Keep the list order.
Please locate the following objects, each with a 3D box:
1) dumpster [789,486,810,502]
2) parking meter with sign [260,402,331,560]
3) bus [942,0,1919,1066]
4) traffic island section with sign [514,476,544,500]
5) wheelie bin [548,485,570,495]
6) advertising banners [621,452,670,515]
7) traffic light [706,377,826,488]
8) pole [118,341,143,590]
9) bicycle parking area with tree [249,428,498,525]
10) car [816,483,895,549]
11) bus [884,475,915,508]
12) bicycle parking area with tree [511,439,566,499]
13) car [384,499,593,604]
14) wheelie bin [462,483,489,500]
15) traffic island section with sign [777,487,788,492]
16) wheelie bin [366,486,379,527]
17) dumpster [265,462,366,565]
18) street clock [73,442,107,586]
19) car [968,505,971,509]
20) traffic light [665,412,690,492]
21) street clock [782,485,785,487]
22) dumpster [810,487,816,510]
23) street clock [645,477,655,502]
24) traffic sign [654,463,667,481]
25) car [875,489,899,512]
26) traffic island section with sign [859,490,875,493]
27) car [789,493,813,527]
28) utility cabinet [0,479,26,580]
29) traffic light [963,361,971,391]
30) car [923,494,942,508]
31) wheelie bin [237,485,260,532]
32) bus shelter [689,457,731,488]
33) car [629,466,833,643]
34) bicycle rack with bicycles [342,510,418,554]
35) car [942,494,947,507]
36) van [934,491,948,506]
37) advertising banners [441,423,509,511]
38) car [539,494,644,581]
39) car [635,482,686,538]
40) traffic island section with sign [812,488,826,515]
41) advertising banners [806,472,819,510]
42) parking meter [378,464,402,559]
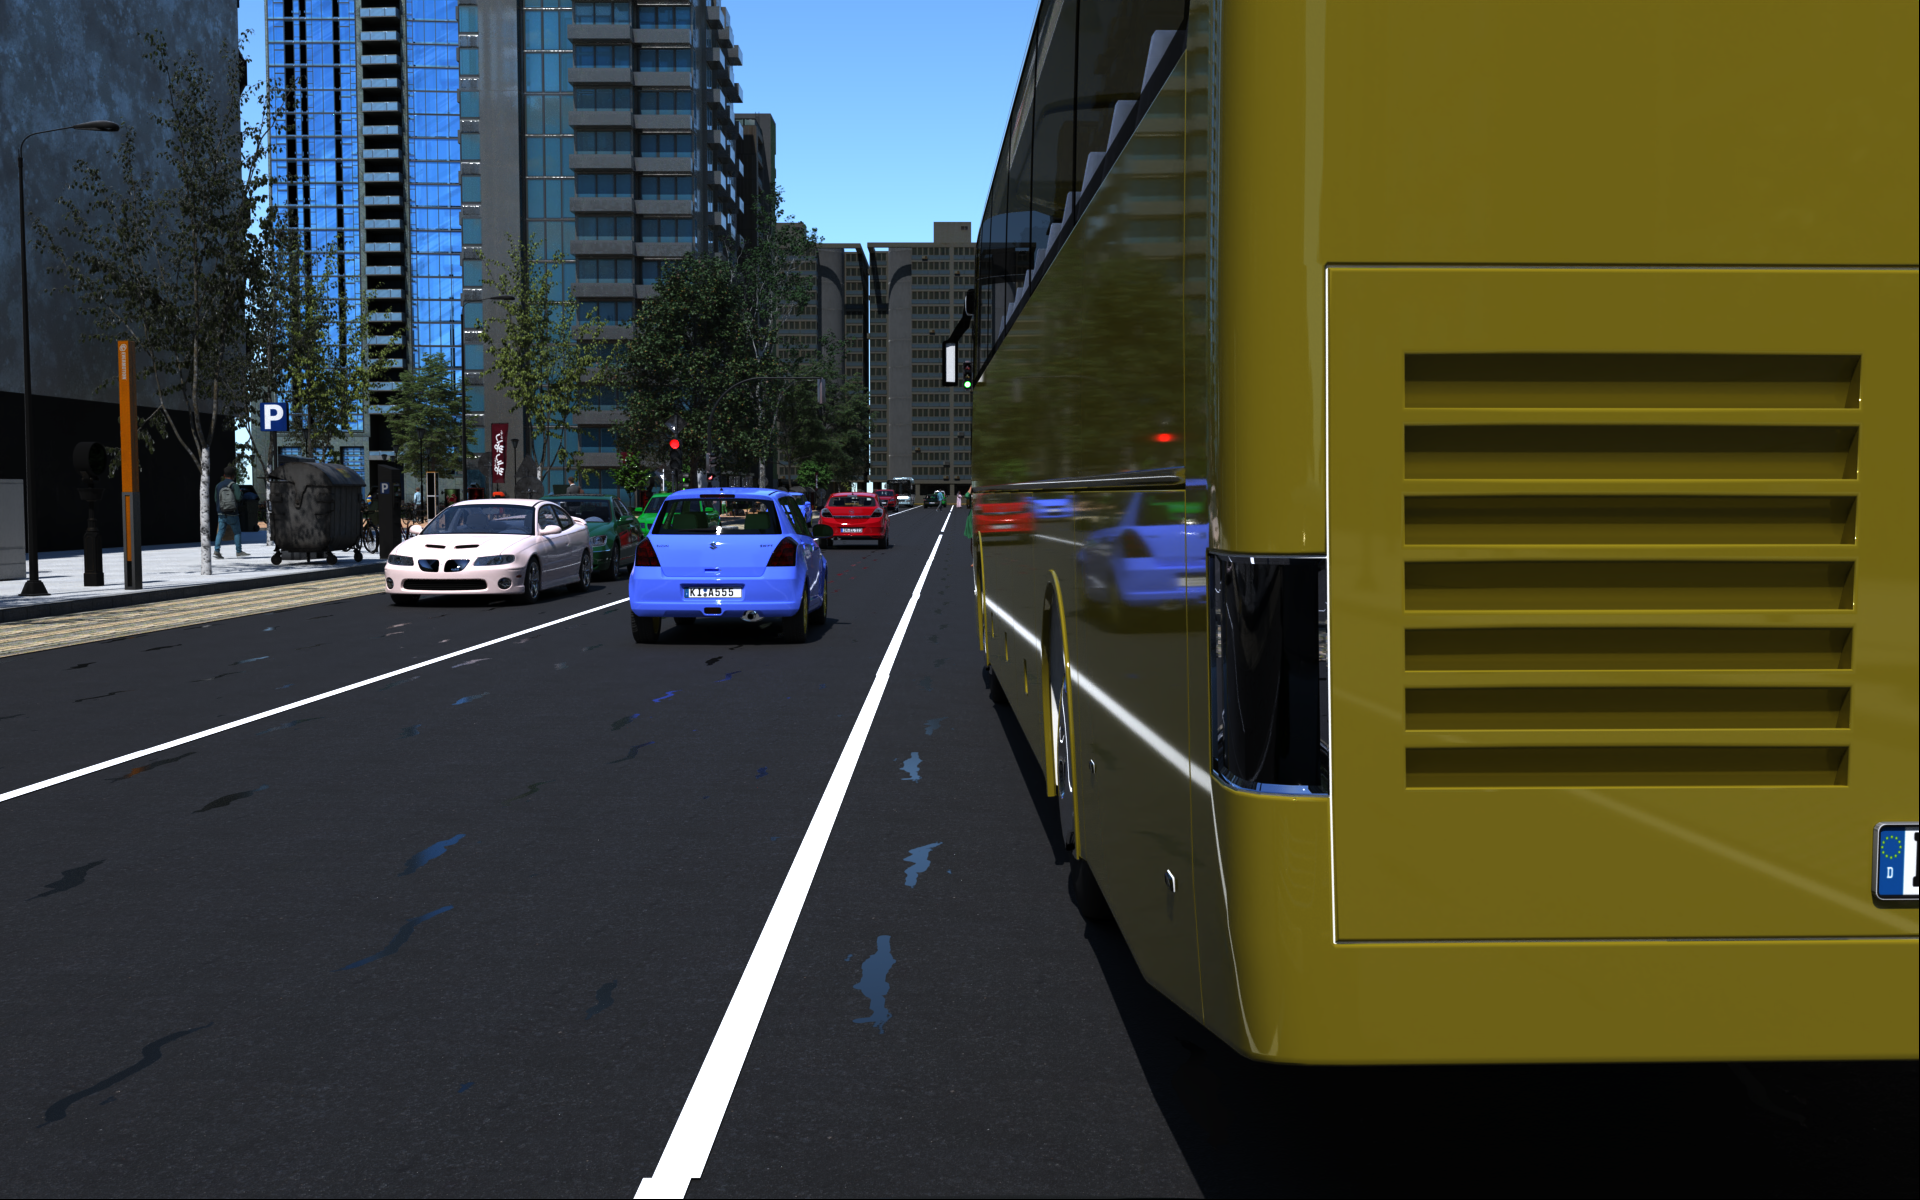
[{"bbox_3d":[-11.852,-7.363,126.136,1.264,1.857,1.865,0,4,0],"label":"dumpster"},{"bbox_3d":[-12.931,-2.300,33.864,0.543,3.016,1.738,1,4,8],"label":"parking meter with sign"},{"bbox_3d":[1.479,-1.048,8.682,2.896,3.916,12.252,0,4,-2],"label":"bus"},{"bbox_3d":[-9.389,-1.763,37.458,1.989,1.847,2.006,0,3,0],"label":"traffic island section with sign"},{"bbox_3d":[-13.266,-3.045,57.694,0.980,1.594,0.693,-2,4,-26],"label":"wheelie bin"},{"bbox_3d":[-12.951,-4.609,71.546,2.074,3.025,0.090,0,4,-7],"label":"advertising banners"},{"bbox_3d":[-7.613,-5.667,67.325,4.771,5.953,1.251,0,3,0],"label":"traffic light"},{"bbox_3d":[-11.101,-1.793,23.166,0.158,3.312,0.155,0,3,0],"label":"pole"},{"bbox_3d":[-26.091,-5.416,75.558,8.231,4.147,9.016,1,4,19],"label":"bicycle parking area with tree"},{"bbox_3d":[-2.823,-2.294,46.544,2.155,1.783,4.494,0,4,-1],"label":"car"},{"bbox_3d":[-6.395,-11.773,187.342,2.948,3.499,13.247,0,4,1],"label":"bus"},{"bbox_3d":[-23.925,-6.166,87.821,9.016,4.147,8.231,2,4,27],"label":"bicycle parking area with tree"},{"bbox_3d":[-6.425,-0.716,24.064,2.083,1.381,4.827,0,4,2],"label":"car"},{"bbox_3d":[-13.572,-2.481,48.474,0.693,1.594,0.980,-2,4,-30],"label":"wheelie bin"},{"bbox_3d":[-9.441,-5.101,92.026,1.989,1.847,2.006,0,3,0],"label":"traffic island section with sign"},{"bbox_3d":[-22.630,-3.645,67.506,0.693,1.594,0.980,2,4,26],"label":"wheelie bin"},{"bbox_3d":[-11.868,-1.602,31.952,1.264,1.857,1.865,0,3,0],"label":"dumpster"},{"bbox_3d":[-12.071,-1.193,24.083,0.358,2.002,0.471,0,4,4],"label":"street clock"},{"bbox_3d":[1.649,-9.753,171.828,2.083,1.381,4.827,0,4,-2],"label":"car"},{"bbox_3d":[-9.695,-4.305,59.303,0.839,4.253,0.868,0,3,0],"label":"traffic light"},{"bbox_3d":[-14.254,-8.289,140.101,0.358,2.002,0.471,0,4,-5],"label":"street clock"},{"bbox_3d":[-12.310,-8.177,139.447,1.264,1.857,1.865,0,3,0],"label":"dumpster"},{"bbox_3d":[-12.750,-4.069,71.093,0.358,2.002,0.471,-3,5,-44],"label":"street clock"},{"bbox_3d":[-12.535,-4.492,73.180,0.795,2.593,0.064,0,4,1],"label":"traffic sign"},{"bbox_3d":[-5.976,-7.874,137.420,2.281,1.827,5.304,0,4,1],"label":"car"},{"bbox_3d":[-9.536,-9.846,169.615,1.989,1.847,2.006,0,3,0],"label":"traffic island section with sign"},{"bbox_3d":[-7.241,-3.897,73.302,1.945,1.707,3.694,0,4,1],"label":"car"},{"bbox_3d":[-14.284,-1.027,25.471,0.318,1.500,1.173,0,4,7],"label":"utility cabinet"},{"bbox_3d":[2.474,-5.170,59.192,4.771,5.953,1.251,0,3,0],"label":"traffic light"},{"bbox_3d":[-2.715,-10.032,173.808,2.009,1.686,4.222,0,4,2],"label":"car"},{"bbox_3d":[-24.290,-3.122,58.946,0.980,1.594,0.693,1,4,21],"label":"wheelie bin"},{"bbox_3d":[-13.119,-5.993,91.915,2.014,3.302,5.546,0,3,0],"label":"bus shelter"},{"bbox_3d":[-2.311,-0.513,17.977,1.945,1.707,3.694,0,4,0],"label":"car"},{"bbox_3d":[-13.165,-1.465,37.328,2.852,0.926,2.925,-2,4,-31],"label":"bicycle rack with bicycles"},{"bbox_3d":[-2.392,-10.913,187.229,1.959,1.807,4.718,0,4,-1],"label":"car"},{"bbox_3d":[-2.500,-12.726,215.080,2.013,2.044,4.112,0,4,1],"label":"van"},{"bbox_3d":[-12.027,-2.862,42.988,2.074,3.025,0.090,2,4,23],"label":"advertising banners"},{"bbox_3d":[-6.628,-1.115,30.026,2.131,1.459,4.920,0,4,-2],"label":"car"},{"bbox_3d":[-7.121,-2.139,43.761,1.959,1.807,4.718,0,4,-1],"label":"car"},{"bbox_3d":[-9.479,-6.757,119.097,1.989,1.847,2.006,0,3,0],"label":"traffic island section with sign"},{"bbox_3d":[-11.739,-8.642,137.480,0.090,3.025,2.074,2,4,26],"label":"advertising banners"},{"bbox_3d":[-11.260,-1.744,34.222,0.399,1.863,0.255,1,4,22],"label":"parking meter"}]
